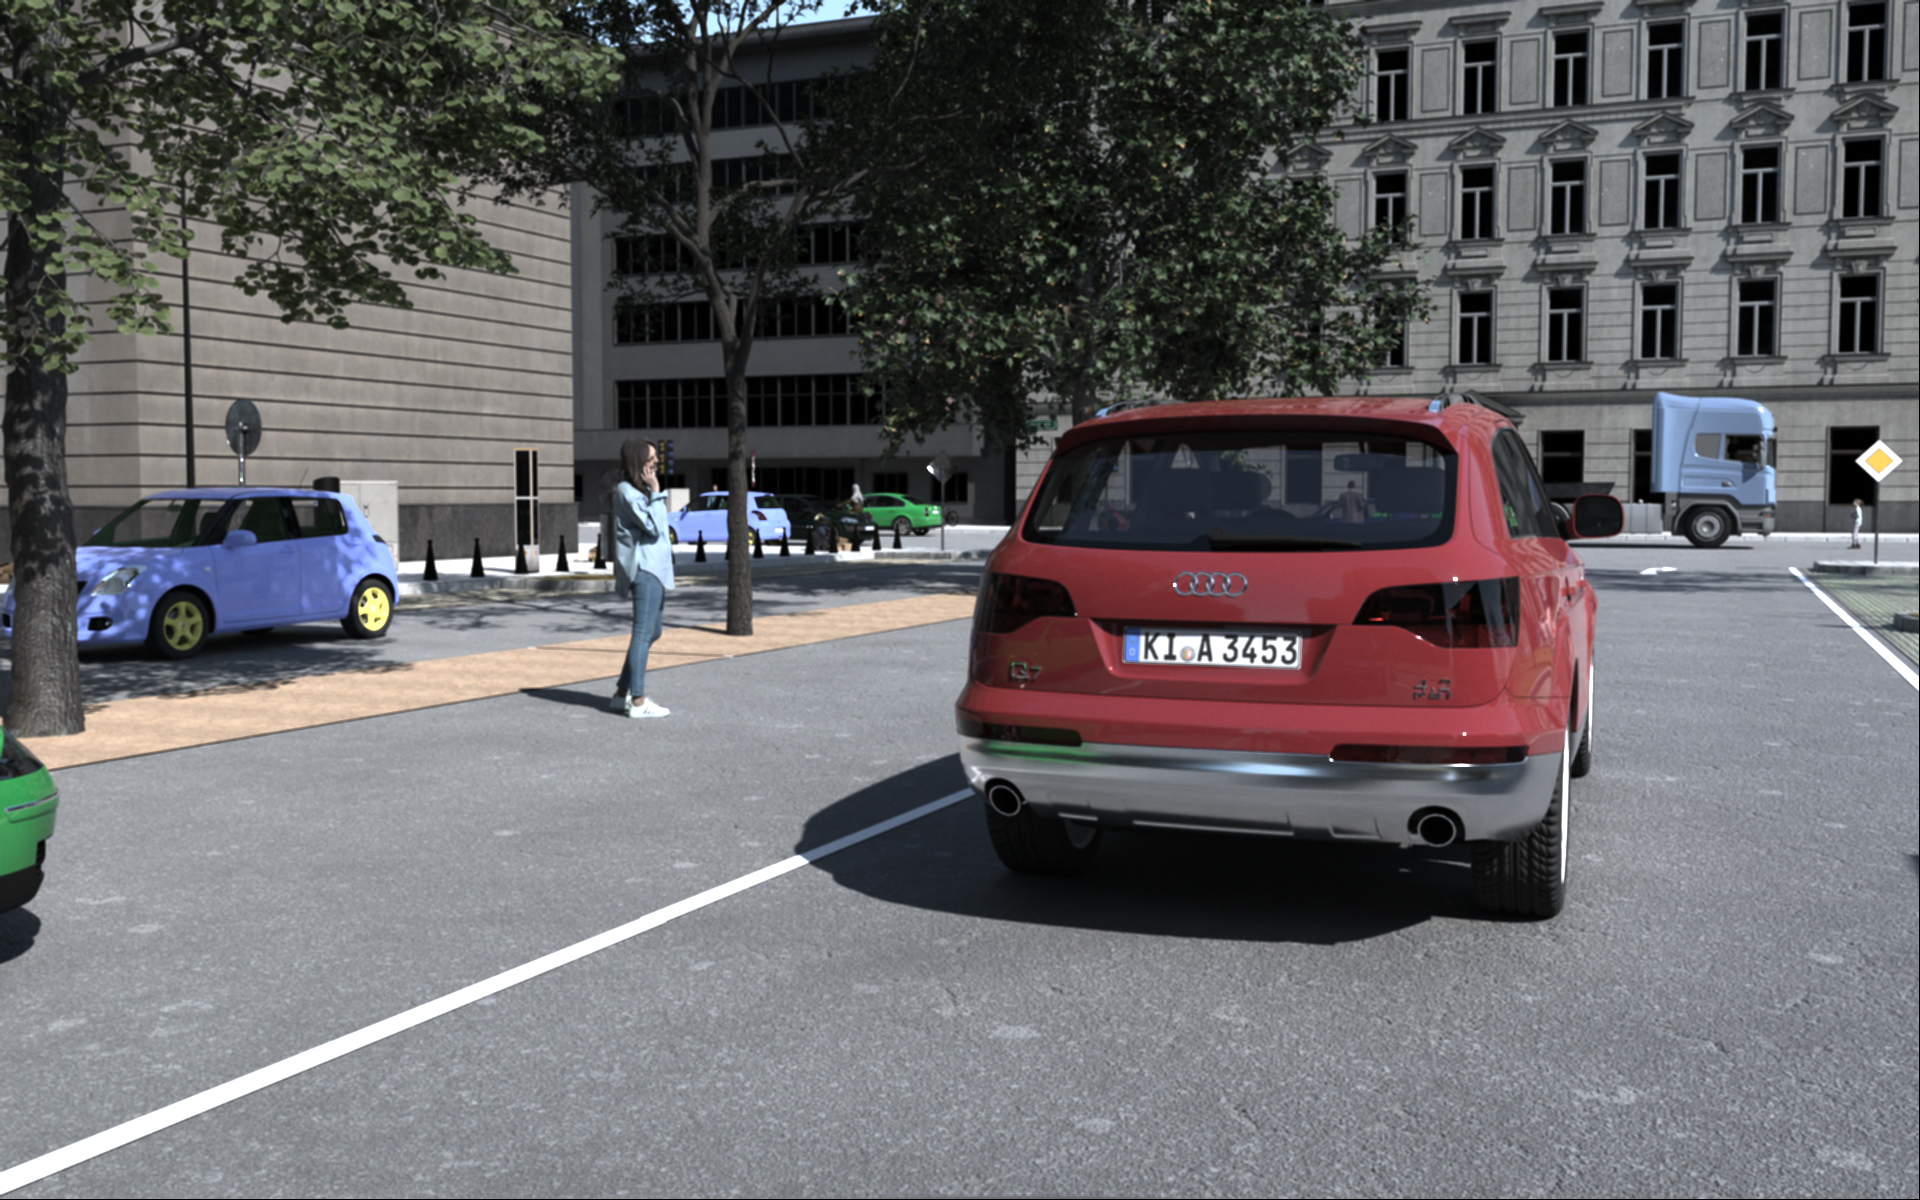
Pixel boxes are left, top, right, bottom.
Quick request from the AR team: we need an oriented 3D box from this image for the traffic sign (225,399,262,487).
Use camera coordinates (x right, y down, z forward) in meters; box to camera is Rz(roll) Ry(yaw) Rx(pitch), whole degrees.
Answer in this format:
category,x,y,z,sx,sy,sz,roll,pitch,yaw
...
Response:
category,x,y,z,sx,sy,sz,roll,pitch,yaw
traffic sign,-9.590,-1.409,23.143,0.768,2.556,0.104,2,4,33

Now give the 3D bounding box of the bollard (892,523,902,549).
category,x,y,z,sx,sy,sz,roll,pitch,yaw
bollard,-1.474,-1.503,40.615,0.229,0.601,0.229,0,3,0

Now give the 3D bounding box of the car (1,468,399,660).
category,x,y,z,sx,sy,sz,roll,pitch,yaw
car,-7.054,-0.409,16.273,1.945,1.707,3.694,1,4,22

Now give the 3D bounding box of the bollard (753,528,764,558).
category,x,y,z,sx,sy,sz,roll,pitch,yaw
bollard,-4.044,-1.140,34.678,0.229,0.601,0.229,0,3,0

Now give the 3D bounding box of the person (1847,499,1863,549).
category,x,y,z,sx,sy,sz,roll,pitch,yaw
person,23.372,-1.984,45.210,0.394,1.301,0.425,1,4,8

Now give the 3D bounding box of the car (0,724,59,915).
category,x,y,z,sx,sy,sz,roll,pitch,yaw
car,-4.215,0.321,3.542,1.959,1.807,4.718,1,4,22

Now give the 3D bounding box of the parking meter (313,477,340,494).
category,x,y,z,sx,sy,sz,roll,pitch,yaw
parking meter,-9.375,-1.056,25.670,0.372,1.533,0.369,0,3,0

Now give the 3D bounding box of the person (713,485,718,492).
category,x,y,z,sx,sy,sz,roll,pitch,yaw
person,-9.076,-3.397,64.385,0.601,1.785,0.444,0,4,5

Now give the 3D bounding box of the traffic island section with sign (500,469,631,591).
category,x,y,z,sx,sy,sz,roll,pitch,yaw
traffic island section with sign,-5.590,-1.088,26.419,1.989,1.847,2.006,2,4,23

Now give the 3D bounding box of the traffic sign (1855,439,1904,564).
category,x,y,z,sx,sy,sz,roll,pitch,yaw
traffic sign,16.807,-1.718,31.730,0.795,2.450,0.064,2,4,23

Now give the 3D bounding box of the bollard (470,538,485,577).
category,x,y,z,sx,sy,sz,roll,pitch,yaw
bollard,-7.465,-0.657,26.780,0.229,0.601,0.229,0,3,0

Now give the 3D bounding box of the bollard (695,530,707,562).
category,x,y,z,sx,sy,sz,roll,pitch,yaw
bollard,-4.900,-1.019,32.698,0.229,0.601,0.229,0,3,0

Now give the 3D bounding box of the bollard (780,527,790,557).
category,x,y,z,sx,sy,sz,roll,pitch,yaw
bollard,-3.612,-1.200,35.663,0.229,0.601,0.229,0,3,0

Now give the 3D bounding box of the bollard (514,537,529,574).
category,x,y,z,sx,sy,sz,roll,pitch,yaw
bollard,-7.036,-0.717,27.768,0.229,0.601,0.229,0,3,0

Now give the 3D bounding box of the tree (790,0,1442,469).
category,x,y,z,sx,sy,sz,roll,pitch,yaw
tree,1.866,-6.480,25.411,9.611,12.733,9.660,0,3,0

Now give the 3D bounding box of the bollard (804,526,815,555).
category,x,y,z,sx,sy,sz,roll,pitch,yaw
bollard,-3.183,-1.261,36.659,0.229,0.601,0.229,0,3,0

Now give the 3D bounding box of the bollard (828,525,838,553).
category,x,y,z,sx,sy,sz,roll,pitch,yaw
bollard,-2.754,-1.321,37.646,0.229,0.601,0.229,0,3,0

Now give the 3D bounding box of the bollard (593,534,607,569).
category,x,y,z,sx,sy,sz,roll,pitch,yaw
bollard,-6.184,-0.838,29.738,0.229,0.601,0.229,0,3,0

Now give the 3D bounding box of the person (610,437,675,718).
category,x,y,z,sx,sy,sz,roll,pitch,yaw
person,-2.063,-0.145,11.132,0.793,1.790,0.793,-3,4,-37

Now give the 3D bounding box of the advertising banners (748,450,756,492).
category,x,y,z,sx,sy,sz,roll,pitch,yaw
advertising banners,-8.347,-4.406,68.225,0.090,3.025,2.074,1,4,10

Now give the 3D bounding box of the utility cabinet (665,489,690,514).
category,x,y,z,sx,sy,sz,roll,pitch,yaw
utility cabinet,-11.398,-3.740,69.822,0.318,1.500,1.173,2,4,30

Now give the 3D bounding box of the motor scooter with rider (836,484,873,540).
category,x,y,z,sx,sy,sz,roll,pitch,yaw
motor scooter with rider,-3.439,-2.743,53.815,1.986,1.779,0.876,2,4,25

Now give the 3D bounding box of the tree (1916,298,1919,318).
category,x,y,z,sx,sy,sz,roll,pitch,yaw
tree,16.409,-5.392,22.564,7.601,10.594,8.767,3,5,45

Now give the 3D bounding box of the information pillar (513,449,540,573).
category,x,y,z,sx,sy,sz,roll,pitch,yaw
information pillar,-7.024,-1.443,28.081,0.304,2.012,0.304,0,4,7

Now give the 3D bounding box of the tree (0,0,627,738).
category,x,y,z,sx,sy,sz,roll,pitch,yaw
tree,-5.383,-5.491,10.362,7.486,12.596,7.792,0,3,0

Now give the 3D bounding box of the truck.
category,x,y,z,sx,sy,sz,roll,pitch,yaw
truck,13.319,-3.603,48.669,18.799,4.110,2.967,1,4,21

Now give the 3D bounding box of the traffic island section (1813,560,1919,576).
category,x,y,z,sx,sy,sz,roll,pitch,yaw
traffic island section,16.832,-0.582,31.798,2.009,0.180,2.903,2,4,23

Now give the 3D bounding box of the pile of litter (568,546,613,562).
category,x,y,z,sx,sy,sz,roll,pitch,yaw
pile of litter,-6.571,-1.162,32.957,1.719,0.858,1.176,0,4,2

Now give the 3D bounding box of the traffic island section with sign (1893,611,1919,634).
category,x,y,z,sx,sy,sz,roll,pitch,yaw
traffic island section with sign,10.835,-0.566,17.889,1.989,1.847,2.006,2,4,23

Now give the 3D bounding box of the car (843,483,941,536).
category,x,y,z,sx,sy,sz,roll,pitch,yaw
car,-2.907,-3.130,59.964,4.718,1.807,1.959,1,4,22

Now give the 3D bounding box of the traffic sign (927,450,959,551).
category,x,y,z,sx,sy,sz,roll,pitch,yaw
traffic sign,-0.391,-2.173,39.171,0.795,2.450,0.064,2,4,23

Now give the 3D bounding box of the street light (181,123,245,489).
category,x,y,z,sx,sy,sz,roll,pitch,yaw
street light,-9.349,-3.016,21.856,1.470,5.913,1.316,2,4,23

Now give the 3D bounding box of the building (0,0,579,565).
category,x,y,z,sx,sy,sz,roll,pitch,yaw
building,-21.658,-14.631,36.473,25.104,27.353,12.463,2,4,23

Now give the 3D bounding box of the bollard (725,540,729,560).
category,x,y,z,sx,sy,sz,roll,pitch,yaw
bollard,-4.470,-1.080,33.693,0.229,0.601,0.229,0,3,0

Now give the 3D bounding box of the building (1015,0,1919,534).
category,x,y,z,sx,sy,sz,roll,pitch,yaw
building,25.008,-17.725,66.227,44.131,29.872,17.030,2,4,23

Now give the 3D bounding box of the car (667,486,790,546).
category,x,y,z,sx,sy,sz,roll,pitch,yaw
car,-6.293,-2.174,45.140,3.694,1.707,1.945,1,4,23

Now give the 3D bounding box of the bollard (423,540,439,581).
category,x,y,z,sx,sy,sz,roll,pitch,yaw
bollard,-7.890,-0.596,25.792,0.229,0.601,0.229,0,3,0

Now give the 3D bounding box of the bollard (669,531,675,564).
category,x,y,z,sx,sy,sz,roll,pitch,yaw
bollard,-5.328,-0.959,31.718,0.229,0.601,0.229,0,3,0

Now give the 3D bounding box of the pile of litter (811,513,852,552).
category,x,y,z,sx,sy,sz,roll,pitch,yaw
pile of litter,-2.885,-1.561,39.487,1.176,0.858,1.719,2,4,25

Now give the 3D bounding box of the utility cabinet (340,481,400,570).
category,x,y,z,sx,sy,sz,roll,pitch,yaw
utility cabinet,-9.986,-1.235,28.879,1.173,1.500,0.318,-1,4,-13

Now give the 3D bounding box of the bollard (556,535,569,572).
category,x,y,z,sx,sy,sz,roll,pitch,yaw
bollard,-6.605,-0.778,28.755,0.229,0.601,0.229,0,3,0

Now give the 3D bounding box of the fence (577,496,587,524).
category,x,y,z,sx,sy,sz,roll,pitch,yaw
fence,-16.201,-3.730,72.189,0.480,1.192,2.264,1,4,14

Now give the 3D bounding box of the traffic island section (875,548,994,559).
category,x,y,z,sx,sy,sz,roll,pitch,yaw
traffic island section,-0.416,-1.037,39.243,2.009,0.180,2.903,2,4,23

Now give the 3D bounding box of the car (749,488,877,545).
category,x,y,z,sx,sy,sz,roll,pitch,yaw
car,-4.383,-2.397,48.977,4.222,1.686,2.009,2,4,25

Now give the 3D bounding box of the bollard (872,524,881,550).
category,x,y,z,sx,sy,sz,roll,pitch,yaw
bollard,-1.907,-1.442,39.614,0.229,0.601,0.229,0,3,0

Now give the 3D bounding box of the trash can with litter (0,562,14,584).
category,x,y,z,sx,sy,sz,roll,pitch,yaw
trash can with litter,-13.372,-0.814,24.689,1.055,1.170,0.624,0,4,0

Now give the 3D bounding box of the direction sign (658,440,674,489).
category,x,y,z,sx,sy,sz,roll,pitch,yaw
direction sign,-12.326,-4.932,72.632,0.379,3.537,0.876,2,4,34

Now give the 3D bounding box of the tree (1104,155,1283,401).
category,x,y,z,sx,sy,sz,roll,pitch,yaw
tree,4.424,-4.916,33.194,4.737,8.622,4.395,0,3,0

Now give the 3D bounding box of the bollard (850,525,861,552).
category,x,y,z,sx,sy,sz,roll,pitch,yaw
bollard,-2.330,-1.382,38.631,0.229,0.601,0.229,0,3,0

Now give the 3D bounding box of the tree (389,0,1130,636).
category,x,y,z,sx,sy,sz,roll,pitch,yaw
tree,-2.067,-4.931,17.497,8.767,10.594,7.601,2,4,23

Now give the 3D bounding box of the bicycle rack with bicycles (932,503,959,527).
category,x,y,z,sx,sy,sz,roll,pitch,yaw
bicycle rack with bicycles,-1.830,-3.360,68.319,2.852,0.926,2.925,-3,4,-39

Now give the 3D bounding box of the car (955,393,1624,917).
category,x,y,z,sx,sy,sz,roll,pitch,yaw
car,1.691,0.063,7.636,2.281,1.827,5.304,1,4,21

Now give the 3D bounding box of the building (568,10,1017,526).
category,x,y,z,sx,sy,sz,roll,pitch,yaw
building,-9.735,-15.988,80.470,30.058,24.678,14.314,2,4,23
